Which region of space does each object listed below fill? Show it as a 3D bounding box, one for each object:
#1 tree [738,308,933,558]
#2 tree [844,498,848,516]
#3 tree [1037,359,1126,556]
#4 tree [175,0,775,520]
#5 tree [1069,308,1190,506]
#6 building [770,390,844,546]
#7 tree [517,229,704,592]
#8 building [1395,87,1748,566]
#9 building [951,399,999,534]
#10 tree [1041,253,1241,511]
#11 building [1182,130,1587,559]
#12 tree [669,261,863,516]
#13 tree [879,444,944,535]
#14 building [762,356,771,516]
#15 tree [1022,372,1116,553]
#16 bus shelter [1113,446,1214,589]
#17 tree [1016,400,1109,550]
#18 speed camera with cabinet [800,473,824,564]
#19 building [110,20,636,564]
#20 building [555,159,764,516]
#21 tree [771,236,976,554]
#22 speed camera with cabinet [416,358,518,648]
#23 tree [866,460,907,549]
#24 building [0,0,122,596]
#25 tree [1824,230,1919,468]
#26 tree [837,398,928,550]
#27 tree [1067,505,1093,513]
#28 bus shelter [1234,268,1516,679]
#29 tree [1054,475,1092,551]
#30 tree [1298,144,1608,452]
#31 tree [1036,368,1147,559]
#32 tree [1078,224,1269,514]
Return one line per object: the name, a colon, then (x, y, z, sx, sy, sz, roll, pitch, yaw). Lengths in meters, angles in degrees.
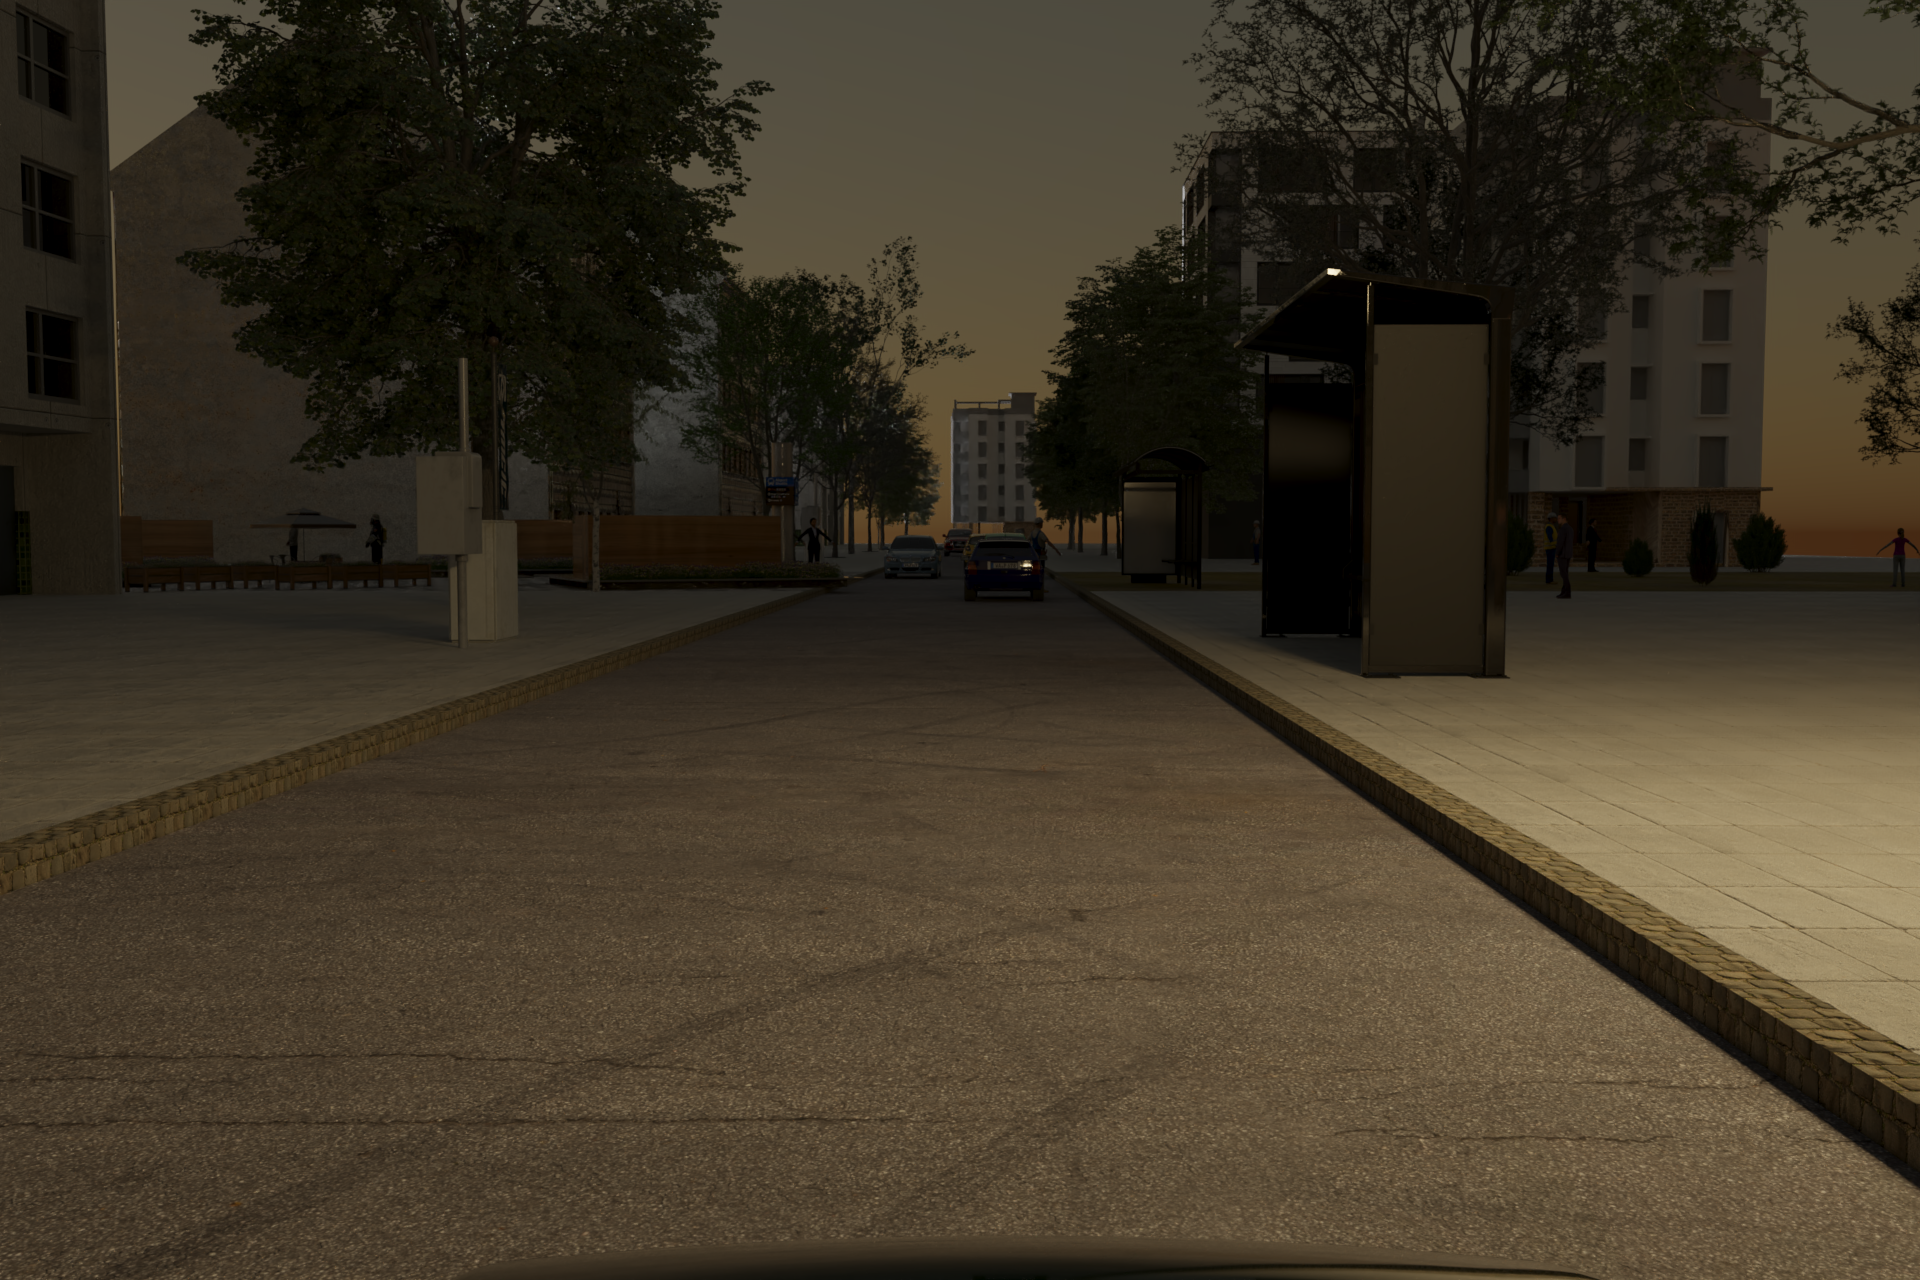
tree: (-6.632, -11.197, 93.444, 12.009, 13.543, 11.850, 0, 3, 0)
tree: (-16.495, -17.232, 232.100, 4.737, 8.622, 4.395, 0, 3, 0)
tree: (8.451, -11.327, 103.328, 7.486, 12.596, 7.792, 0, 3, 0)
tree: (-7.948, -7.466, 28.728, 9.857, 13.997, 8.962, 0, 3, 0)
tree: (5.261, -6.546, 57.388, 4.360, 8.622, 3.978, 0, 3, 0)
building: (-22.776, -20.209, 196.876, 16.747, 18.905, 31.486, 0, 4, 1)
tree: (-8.204, -5.364, 38.071, 4.360, 8.622, 3.978, 0, 3, 0)
building: (25.312, -13.659, 79.738, 16.016, 20.090, 11.380, 0, 4, 1)
building: (-0.899, -23.026, 235.358, 11.380, 20.090, 16.016, 0, 4, 2)
tree: (8.542, -10.529, 78.797, 9.857, 13.997, 8.962, 0, 3, 0)
building: (27.039, -15.916, 104.194, 27.936, 21.610, 32.646, 0, 4, 1)
tree: (-7.396, -8.575, 65.961, 9.928, 11.665, 9.643, 0, 3, 0)
tree: (-7.011, -19.754, 229.628, 9.857, 13.997, 8.962, 0, 3, 0)
building: (-24.126, -18.627, 160.965, 16.016, 20.090, 11.380, 0, 4, 1)
tree: (7.994, -12.333, 119.775, 7.486, 12.596, 7.792, 0, 3, 0)
bus shelter: (4.914, -2.976, 42.588, 2.014, 3.302, 5.546, 0, 4, 2)
tree: (9.198, -14.446, 142.845, 9.857, 13.997, 8.962, 0, 3, 0)
speed camera with cabinet: (-4.844, -3.825, 56.868, 0.660, 3.252, 2.038, 0, 4, 1)
building: (-26.703, -15.405, 82.805, 19.493, 23.208, 18.063, 0, 4, 1)
building: (-23.064, -17.092, 110.379, 19.493, 23.208, 18.063, 0, 4, 1)
tree: (-5.730, -15.519, 109.621, 12.611, 20.169, 13.585, 0, 3, 0)
speed camera with cabinet: (-5.758, -1.586, 20.272, 0.660, 3.252, 2.038, 0, 4, 2)
tree: (-7.016, -11.856, 144.214, 4.360, 8.622, 3.978, 0, 3, 0)
building: (-26.763, -9.449, 20.957, 16.747, 18.905, 31.486, 0, 4, 2)
tree: (28.900, -7.015, 49.114, 8.767, 10.594, 7.601, -3, 5, -41)
tree: (-6.180, -13.398, 137.185, 7.486, 12.596, 7.792, 0, 3, 0)
tree: (15.364, -18.998, 236.373, 9.928, 11.665, 9.643, 0, 3, 0)
bus shelter: (4.180, -1.661, 18.435, 1.731, 3.624, 6.357, 0, 4, 1)
tree: (8.782, -11.191, 133.329, 4.737, 8.622, 4.395, 0, 3, 0)
tree: (11.657, -6.518, 40.988, 7.601, 10.594, 8.767, 2, 4, 25)
tree: (8.232, -9.468, 89.216, 8.767, 10.594, 7.601, 0, 4, -1)
tree: (7.850, -8.944, 64.363, 7.486, 12.596, 7.792, 0, 3, 0)
